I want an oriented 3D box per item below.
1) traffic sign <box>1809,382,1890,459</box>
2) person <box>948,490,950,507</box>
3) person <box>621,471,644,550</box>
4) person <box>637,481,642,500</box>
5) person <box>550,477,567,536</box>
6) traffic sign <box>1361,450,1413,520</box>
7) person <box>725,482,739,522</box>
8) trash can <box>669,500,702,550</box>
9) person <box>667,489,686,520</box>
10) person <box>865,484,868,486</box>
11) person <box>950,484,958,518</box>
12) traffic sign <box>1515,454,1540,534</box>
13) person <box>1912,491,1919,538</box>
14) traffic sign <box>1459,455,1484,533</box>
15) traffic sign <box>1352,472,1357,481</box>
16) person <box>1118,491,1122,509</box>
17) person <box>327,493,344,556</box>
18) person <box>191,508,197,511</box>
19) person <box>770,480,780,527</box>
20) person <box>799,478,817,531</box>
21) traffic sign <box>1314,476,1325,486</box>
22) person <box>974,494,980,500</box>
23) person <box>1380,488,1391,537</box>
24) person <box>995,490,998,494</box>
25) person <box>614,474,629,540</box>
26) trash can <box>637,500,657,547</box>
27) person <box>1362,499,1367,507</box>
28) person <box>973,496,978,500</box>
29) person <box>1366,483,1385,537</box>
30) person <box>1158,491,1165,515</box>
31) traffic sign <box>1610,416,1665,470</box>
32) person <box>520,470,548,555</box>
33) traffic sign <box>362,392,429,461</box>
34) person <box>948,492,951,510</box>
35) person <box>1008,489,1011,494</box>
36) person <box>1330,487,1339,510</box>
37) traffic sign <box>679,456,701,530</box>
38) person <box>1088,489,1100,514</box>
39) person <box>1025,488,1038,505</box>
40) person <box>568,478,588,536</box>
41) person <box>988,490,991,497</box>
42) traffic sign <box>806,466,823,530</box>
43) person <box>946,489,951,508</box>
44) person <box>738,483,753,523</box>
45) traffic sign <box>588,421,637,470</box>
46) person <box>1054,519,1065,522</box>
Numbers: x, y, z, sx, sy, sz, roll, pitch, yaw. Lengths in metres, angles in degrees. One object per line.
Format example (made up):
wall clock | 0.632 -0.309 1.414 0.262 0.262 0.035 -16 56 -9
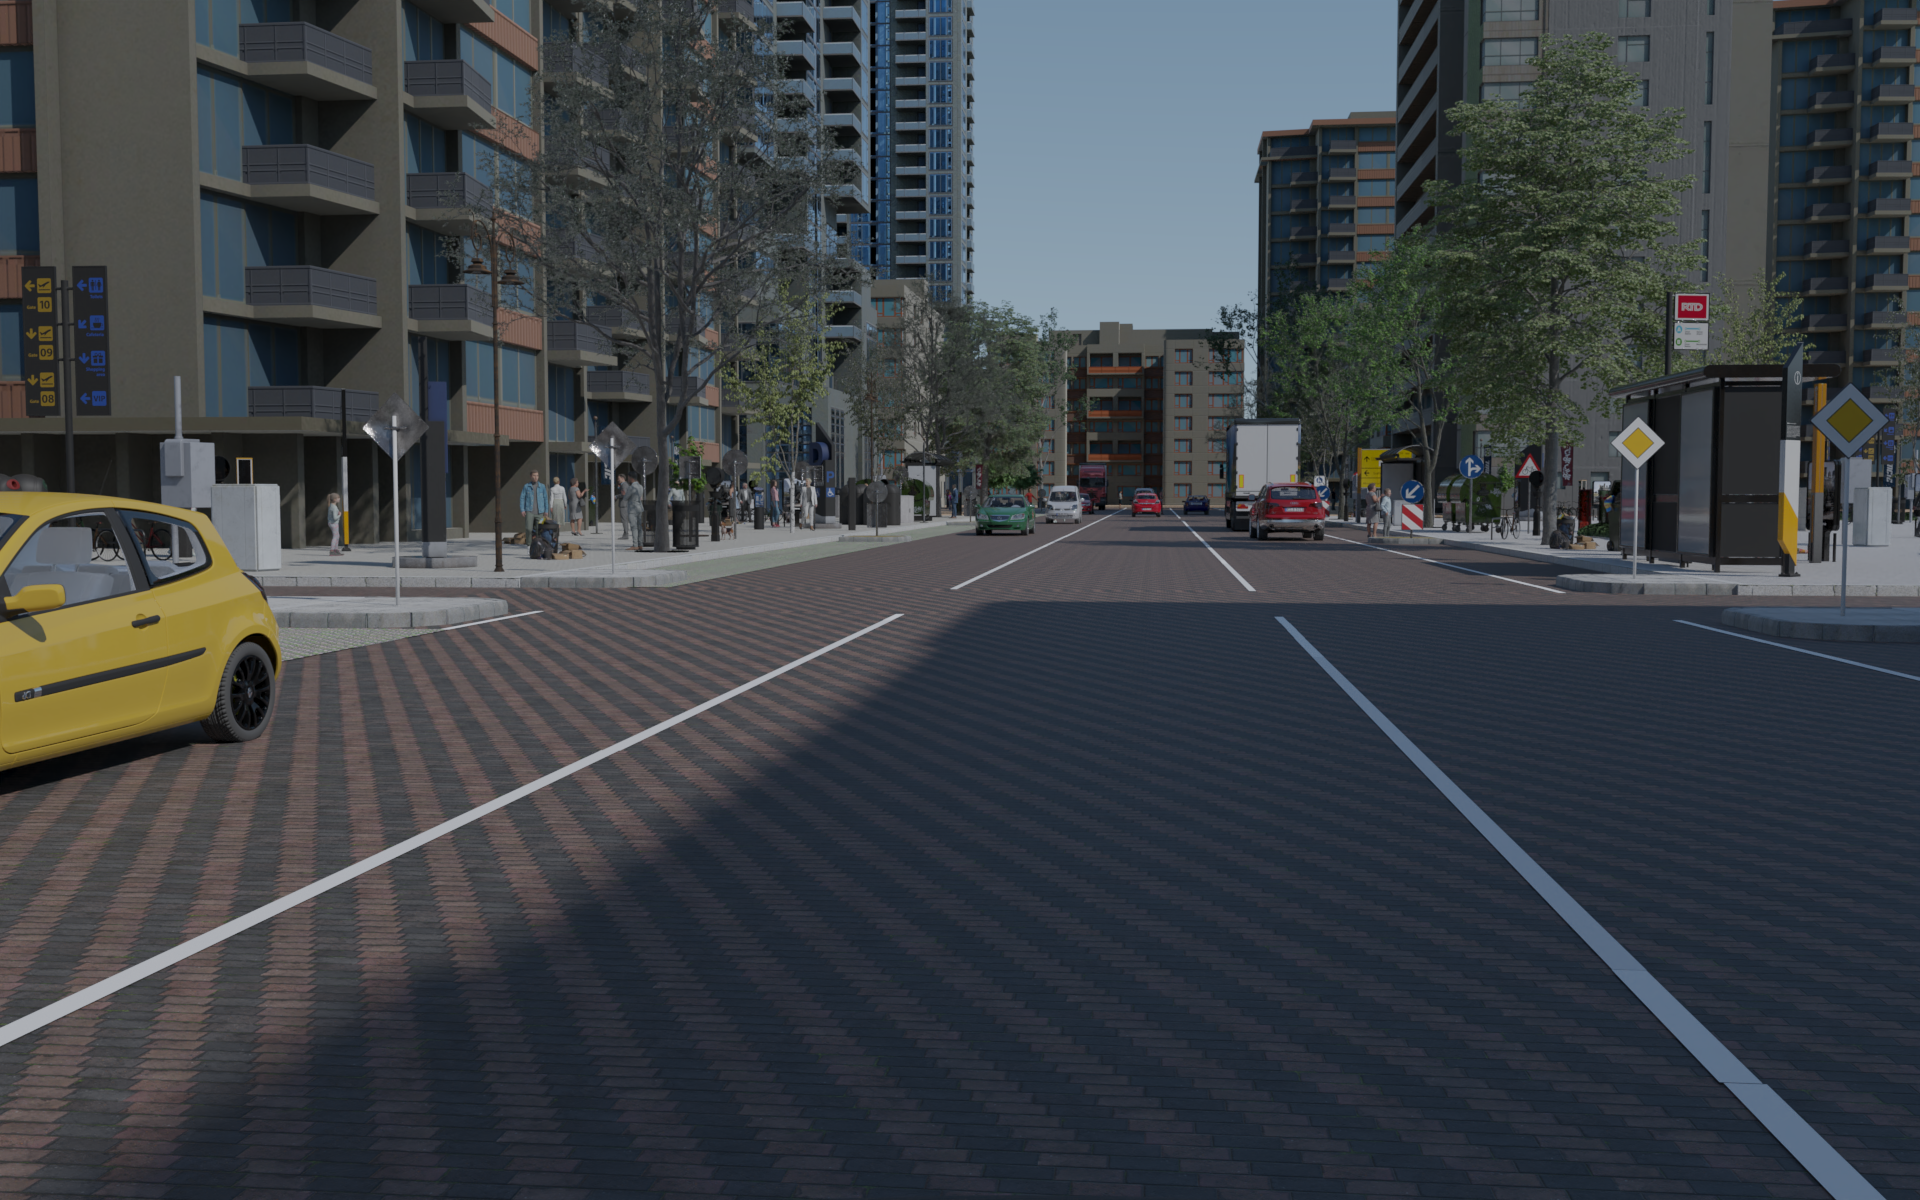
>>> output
traffic sign | 9.300 -0.974 18.119 0.795 2.593 0.064 0 4 6
person | -0.993 -10.010 170.394 0.721 1.739 1.217 0 4 -6
person | -7.497 -2.041 39.591 0.466 1.800 0.511 0 4 7
person | -12.963 -3.871 69.351 0.388 1.821 0.555 2 4 32
person | -12.190 -2.826 52.471 0.478 1.798 0.641 0 4 -1
traffic sign | 19.129 -5.130 77.742 2.265 3.308 0.079 1 4 10
person | -9.992 -4.272 75.989 0.778 1.811 0.616 1 4 18
trash can | -6.337 -1.733 39.996 0.748 1.137 0.748 0 3 0
person | -10.262 -3.414 62.351 0.782 1.767 0.515 -3 5 -39
person | -4.343 -4.287 76.815 0.598 1.740 0.731 1 4 22
person | -0.311 -5.199 91.228 0.419 1.800 0.721 -1 4 -18
traffic sign | 18.321 -3.410 55.757 0.884 2.594 0.081 1 4 11
person | 28.301 -2.739 50.595 0.755 1.850 0.659 1 4 13
traffic sign | 16.613 -3.438 56.310 0.768 2.556 0.104 1 4 13
traffic sign | 22.653 -6.010 98.370 0.768 2.556 0.104 1 4 10
person | 15.687 -9.740 168.532 0.721 1.735 1.217 0 4 2
person | -12.945 -1.564 35.899 0.425 1.301 0.394 3 5 43
person | -15.890 -1.752 35.525 0.643 1.720 0.563 0 4 -7
person | -7.133 -3.714 66.769 0.388 1.821 0.555 0 4 -8
person | -5.341 -3.348 60.655 0.514 1.842 0.818 -3 4 -37
traffic sign | 20.364 -5.874 98.170 0.606 2.300 0.079 1 4 8
person | 1.325 -9.417 159.637 1.348 1.869 0.705 -3 4 -36
person | 13.055 -2.610 52.986 0.330 1.601 0.589 3 5 40
person | 3.550 -10.053 171.119 0.721 1.735 1.217 -2 4 -31
person | -9.566 -2.636 48.953 0.447 1.846 0.655 0 4 -6
trash can | -7.566 -1.860 42.065 0.748 1.137 0.748 0 3 0
person | 26.740 -6.370 113.452 1.065 1.426 0.557 -1 4 -11
person | 1.118 -8.765 150.069 1.217 1.743 0.721 3 5 40
person | 13.133 -2.804 54.697 0.532 1.782 0.716 -1 4 -14
person | 13.953 -6.728 119.965 0.593 1.643 0.415 2 4 31
traffic sign | 10.197 -1.460 26.053 0.795 2.593 0.064 0 4 6
person | -8.849 -1.811 35.998 0.601 1.785 0.444 -1 4 -21
traffic sign | -6.492 -1.084 19.918 0.795 2.593 0.064 0 4 6
person | -0.752 -7.927 138.875 0.599 1.433 0.991 1 4 13
person | 4.701 -9.853 167.128 0.705 1.826 1.348 1 4 15
person | 29.376 -7.951 136.053 0.705 1.822 1.348 3 5 39
traffic sign | -7.259 -2.716 46.542 0.606 2.300 0.079 1 4 13
person | 9.495 -7.100 124.729 1.348 1.807 0.705 -2 4 -28
person | 4.693 -6.594 116.248 1.348 1.831 0.705 -3 5 -40
person | -11.715 -2.868 53.295 0.716 1.782 0.532 3 5 42
person | 2.682 -9.482 162.538 0.415 1.643 0.593 -3 5 -43
traffic sign | -5.231 -3.678 62.261 0.606 2.300 0.079 1 4 9
person | -1.067 -8.992 153.984 0.530 1.710 0.541 -1 4 -13
person | -9.552 -4.335 77.322 0.661 1.777 0.834 -2 4 -33
traffic sign | -5.595 -1.570 27.853 0.795 2.593 0.064 0 4 6
person | 5.006 -4.817 88.013 0.466 1.731 0.760 3 5 45
